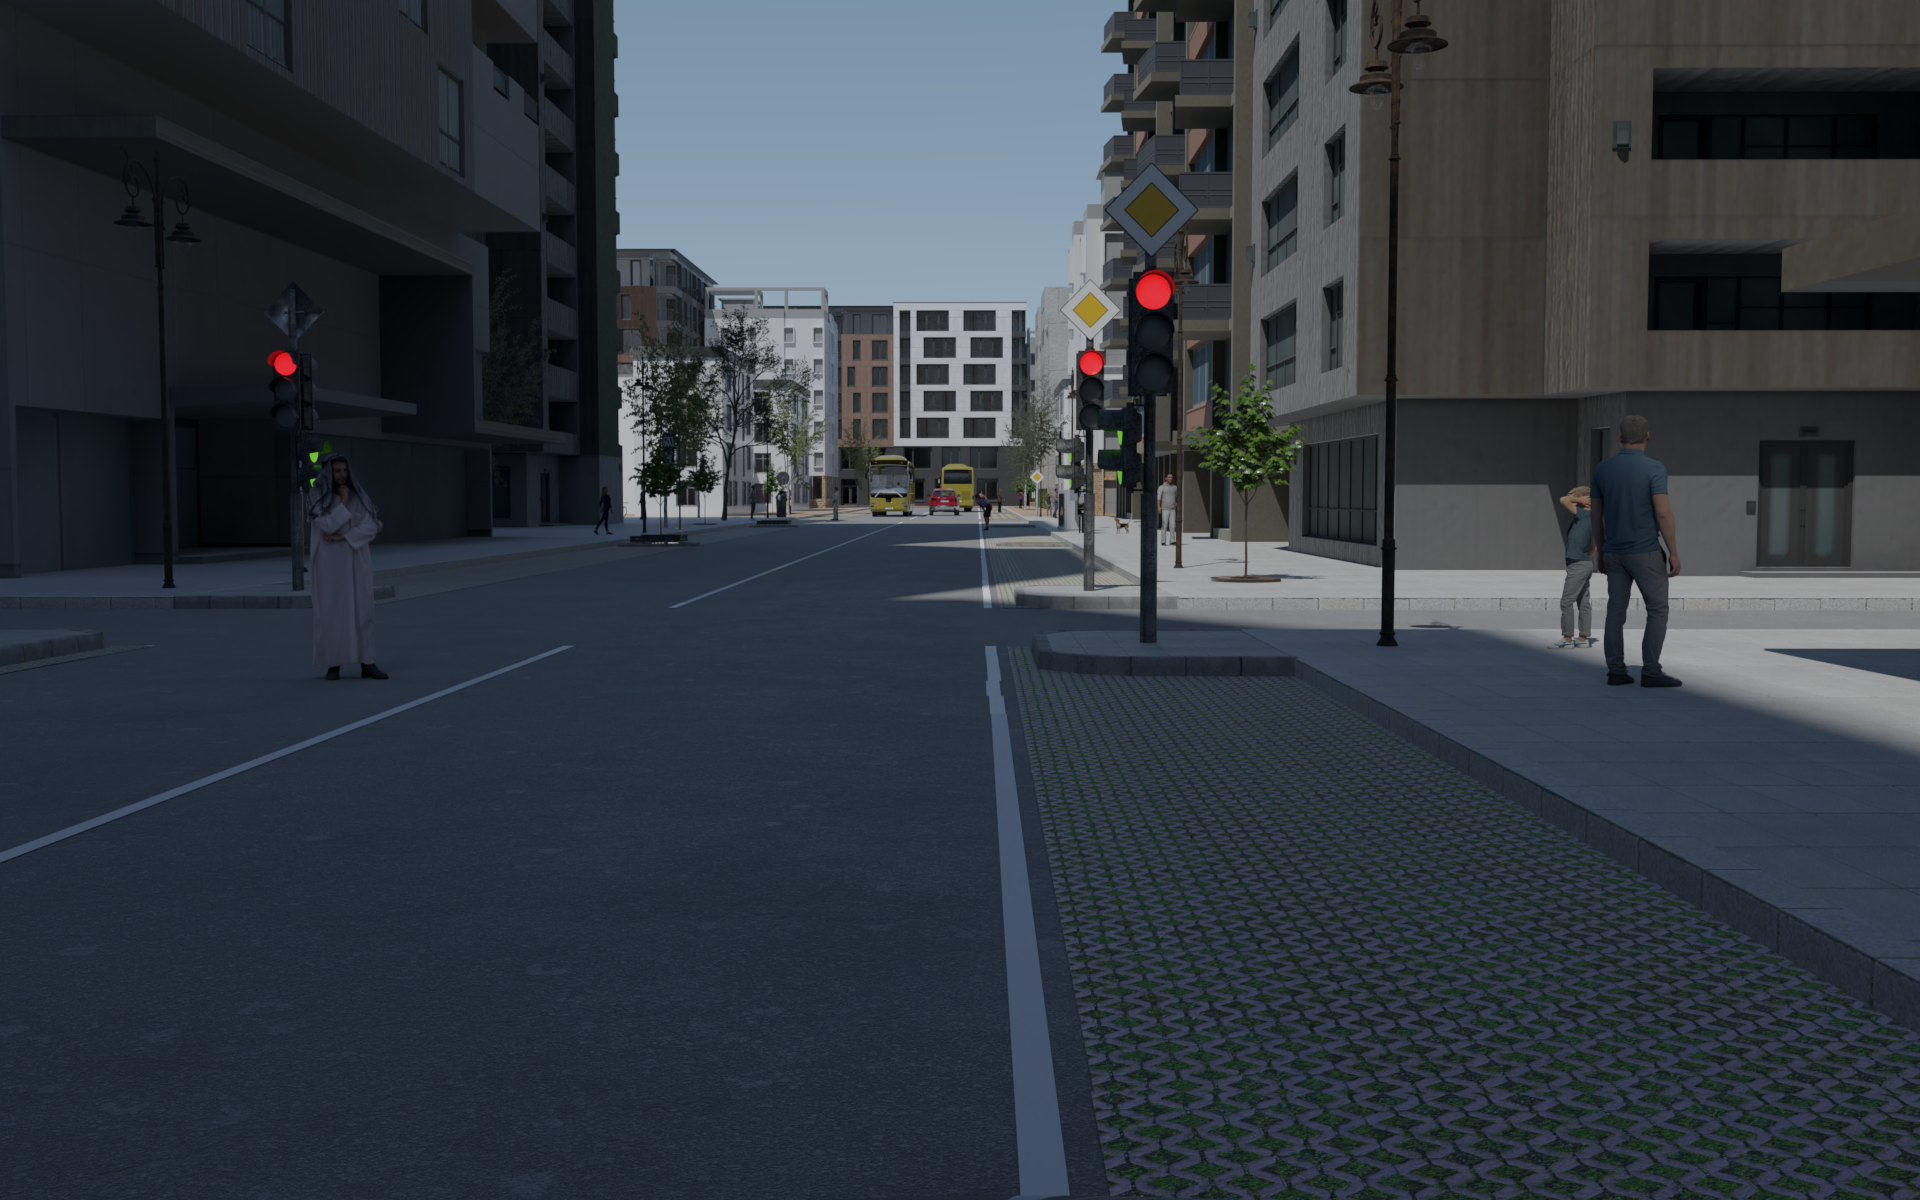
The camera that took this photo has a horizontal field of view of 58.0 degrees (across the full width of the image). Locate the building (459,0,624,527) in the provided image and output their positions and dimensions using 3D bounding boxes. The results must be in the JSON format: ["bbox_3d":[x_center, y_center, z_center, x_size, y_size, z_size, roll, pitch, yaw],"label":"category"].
[{"bbox_3d":[-21.921,-18.162,68.643,14.160,30.474,14.107,0,4,1],"label":"building"}]

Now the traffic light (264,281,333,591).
[{"bbox_3d":[-8.790,-2.080,22.935,0.839,4.253,0.868,0,4,1],"label":"traffic light"}]

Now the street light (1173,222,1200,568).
[{"bbox_3d":[3.780,-3.486,29.780,0.468,5.910,1.993,0,4,1],"label":"street light"}]

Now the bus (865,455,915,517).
[{"bbox_3d":[-4.400,-7.451,113.370,2.896,3.916,12.252,0,4,0],"label":"bus"}]

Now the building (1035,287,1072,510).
[{"bbox_3d":[15.660,-17.728,156.303,16.747,18.905,31.486,0,4,1],"label":"building"}]

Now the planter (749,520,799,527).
[{"bbox_3d":[-7.980,-3.276,74.706,1.991,0.319,1.994,0,4,1],"label":"planter"}]

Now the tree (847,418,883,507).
[{"bbox_3d":[-9.560,-13.164,165.601,4.737,8.622,4.395,0,3,0],"label":"tree"}]

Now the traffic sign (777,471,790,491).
[{"bbox_3d":[-9.913,-5.928,97.033,0.768,2.556,0.104,1,4,9],"label":"traffic sign"}]

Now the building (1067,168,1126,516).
[{"bbox_3d":[14.712,-15.249,105.734,16.016,20.091,11.380,0,4,1],"label":"building"}]

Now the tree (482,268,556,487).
[{"bbox_3d":[-15.232,-6.444,55.716,4.360,8.622,3.978,0,3,0],"label":"tree"}]

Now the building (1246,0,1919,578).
[{"bbox_3d":[13.326,-15.883,31.382,14.107,30.474,14.160,0,4,1],"label":"building"}]

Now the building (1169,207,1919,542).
[{"bbox_3d":[16.943,-24.373,53.115,22.147,44.769,28.867,0,4,1],"label":"building"}]

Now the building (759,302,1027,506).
[{"bbox_3d":[-9.114,-21.670,198.279,32.646,21.610,27.936,0,4,1],"label":"building"}]

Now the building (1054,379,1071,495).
[{"bbox_3d":[11.982,-11.249,126.074,9.099,9.664,28.070,0,4,1],"label":"building"}]

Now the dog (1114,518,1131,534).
[{"bbox_3d":[5.268,-2.402,56.107,0.406,0.507,0.540,2,4,26],"label":"dog"}]

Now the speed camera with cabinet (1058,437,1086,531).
[{"bbox_3d":[3.997,-4.059,60.704,0.660,3.252,2.038,-1,4,-14],"label":"speed camera with cabinet"}]

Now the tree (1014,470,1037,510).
[{"bbox_3d":[5.675,-8.925,140.517,1.663,3.219,1.824,0,3,0],"label":"tree"}]

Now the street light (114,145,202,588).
[{"bbox_3d":[-10.800,-3.100,23.468,0.468,5.910,1.993,0,4,1],"label":"street light"}]

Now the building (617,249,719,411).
[{"bbox_3d":[-39.820,-19.232,158.415,32.646,21.610,27.936,0,4,1],"label":"building"}]

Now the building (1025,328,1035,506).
[{"bbox_3d":[12.983,-20.502,191.631,11.380,20.091,16.016,0,4,1],"label":"building"}]

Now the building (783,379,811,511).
[{"bbox_3d":[-16.667,-12.146,140.740,9.099,9.664,28.070,0,4,1],"label":"building"}]

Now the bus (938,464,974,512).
[{"bbox_3d":[-0.291,-9.158,141.279,2.896,3.916,12.252,0,4,-1],"label":"bus"}]

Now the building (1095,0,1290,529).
[{"bbox_3d":[18.187,-26.173,82.556,22.147,44.769,28.867,0,4,1],"label":"building"}]

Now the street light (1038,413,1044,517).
[{"bbox_3d":[4.519,-7.584,96.780,0.468,5.910,1.993,0,4,1],"label":"street light"}]

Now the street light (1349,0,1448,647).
[{"bbox_3d":[3.615,-2.550,14.476,0.468,5.910,1.993,0,4,1],"label":"street light"}]

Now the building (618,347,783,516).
[{"bbox_3d":[-17.831,-10.433,112.732,9.099,9.664,28.070,0,4,1],"label":"building"}]

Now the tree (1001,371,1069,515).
[{"bbox_3d":[4.616,-9.417,104.338,4.360,8.622,3.978,0,3,0],"label":"tree"}]

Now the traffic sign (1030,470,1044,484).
[{"bbox_3d":[4.191,-5.750,93.742,0.795,2.593,0.064,0,4,4],"label":"traffic sign"}]

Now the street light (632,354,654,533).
[{"bbox_3d":[-10.478,-5.172,57.348,0.468,5.910,1.993,0,4,1],"label":"street light"}]

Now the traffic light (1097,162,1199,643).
[{"bbox_3d":[1.609,-1.586,14.860,0.839,4.253,0.868,0,4,1],"label":"traffic light"}]

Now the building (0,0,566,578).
[{"bbox_3d":[-25.310,-27.388,37.041,28.713,52.752,27.495,0,4,1],"label":"building"}]

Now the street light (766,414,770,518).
[{"bbox_3d":[-10.166,-7.256,91.417,0.468,5.910,1.993,0,4,1],"label":"street light"}]

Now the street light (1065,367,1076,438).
[{"bbox_3d":[4.102,-5.536,63.303,0.468,5.910,1.993,0,4,1],"label":"street light"}]

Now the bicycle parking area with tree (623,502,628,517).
[{"bbox_3d":[-21.731,-6.319,90.319,8.231,4.147,9.016,1,4,15],"label":"bicycle parking area with tree"}]

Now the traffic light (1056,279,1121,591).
[{"bbox_3d":[1.691,-2.075,22.845,0.839,4.253,0.868,0,4,1],"label":"traffic light"}]

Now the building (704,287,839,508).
[{"bbox_3d":[-17.603,-18.874,165.005,11.380,20.091,16.016,0,4,1],"label":"building"}]
